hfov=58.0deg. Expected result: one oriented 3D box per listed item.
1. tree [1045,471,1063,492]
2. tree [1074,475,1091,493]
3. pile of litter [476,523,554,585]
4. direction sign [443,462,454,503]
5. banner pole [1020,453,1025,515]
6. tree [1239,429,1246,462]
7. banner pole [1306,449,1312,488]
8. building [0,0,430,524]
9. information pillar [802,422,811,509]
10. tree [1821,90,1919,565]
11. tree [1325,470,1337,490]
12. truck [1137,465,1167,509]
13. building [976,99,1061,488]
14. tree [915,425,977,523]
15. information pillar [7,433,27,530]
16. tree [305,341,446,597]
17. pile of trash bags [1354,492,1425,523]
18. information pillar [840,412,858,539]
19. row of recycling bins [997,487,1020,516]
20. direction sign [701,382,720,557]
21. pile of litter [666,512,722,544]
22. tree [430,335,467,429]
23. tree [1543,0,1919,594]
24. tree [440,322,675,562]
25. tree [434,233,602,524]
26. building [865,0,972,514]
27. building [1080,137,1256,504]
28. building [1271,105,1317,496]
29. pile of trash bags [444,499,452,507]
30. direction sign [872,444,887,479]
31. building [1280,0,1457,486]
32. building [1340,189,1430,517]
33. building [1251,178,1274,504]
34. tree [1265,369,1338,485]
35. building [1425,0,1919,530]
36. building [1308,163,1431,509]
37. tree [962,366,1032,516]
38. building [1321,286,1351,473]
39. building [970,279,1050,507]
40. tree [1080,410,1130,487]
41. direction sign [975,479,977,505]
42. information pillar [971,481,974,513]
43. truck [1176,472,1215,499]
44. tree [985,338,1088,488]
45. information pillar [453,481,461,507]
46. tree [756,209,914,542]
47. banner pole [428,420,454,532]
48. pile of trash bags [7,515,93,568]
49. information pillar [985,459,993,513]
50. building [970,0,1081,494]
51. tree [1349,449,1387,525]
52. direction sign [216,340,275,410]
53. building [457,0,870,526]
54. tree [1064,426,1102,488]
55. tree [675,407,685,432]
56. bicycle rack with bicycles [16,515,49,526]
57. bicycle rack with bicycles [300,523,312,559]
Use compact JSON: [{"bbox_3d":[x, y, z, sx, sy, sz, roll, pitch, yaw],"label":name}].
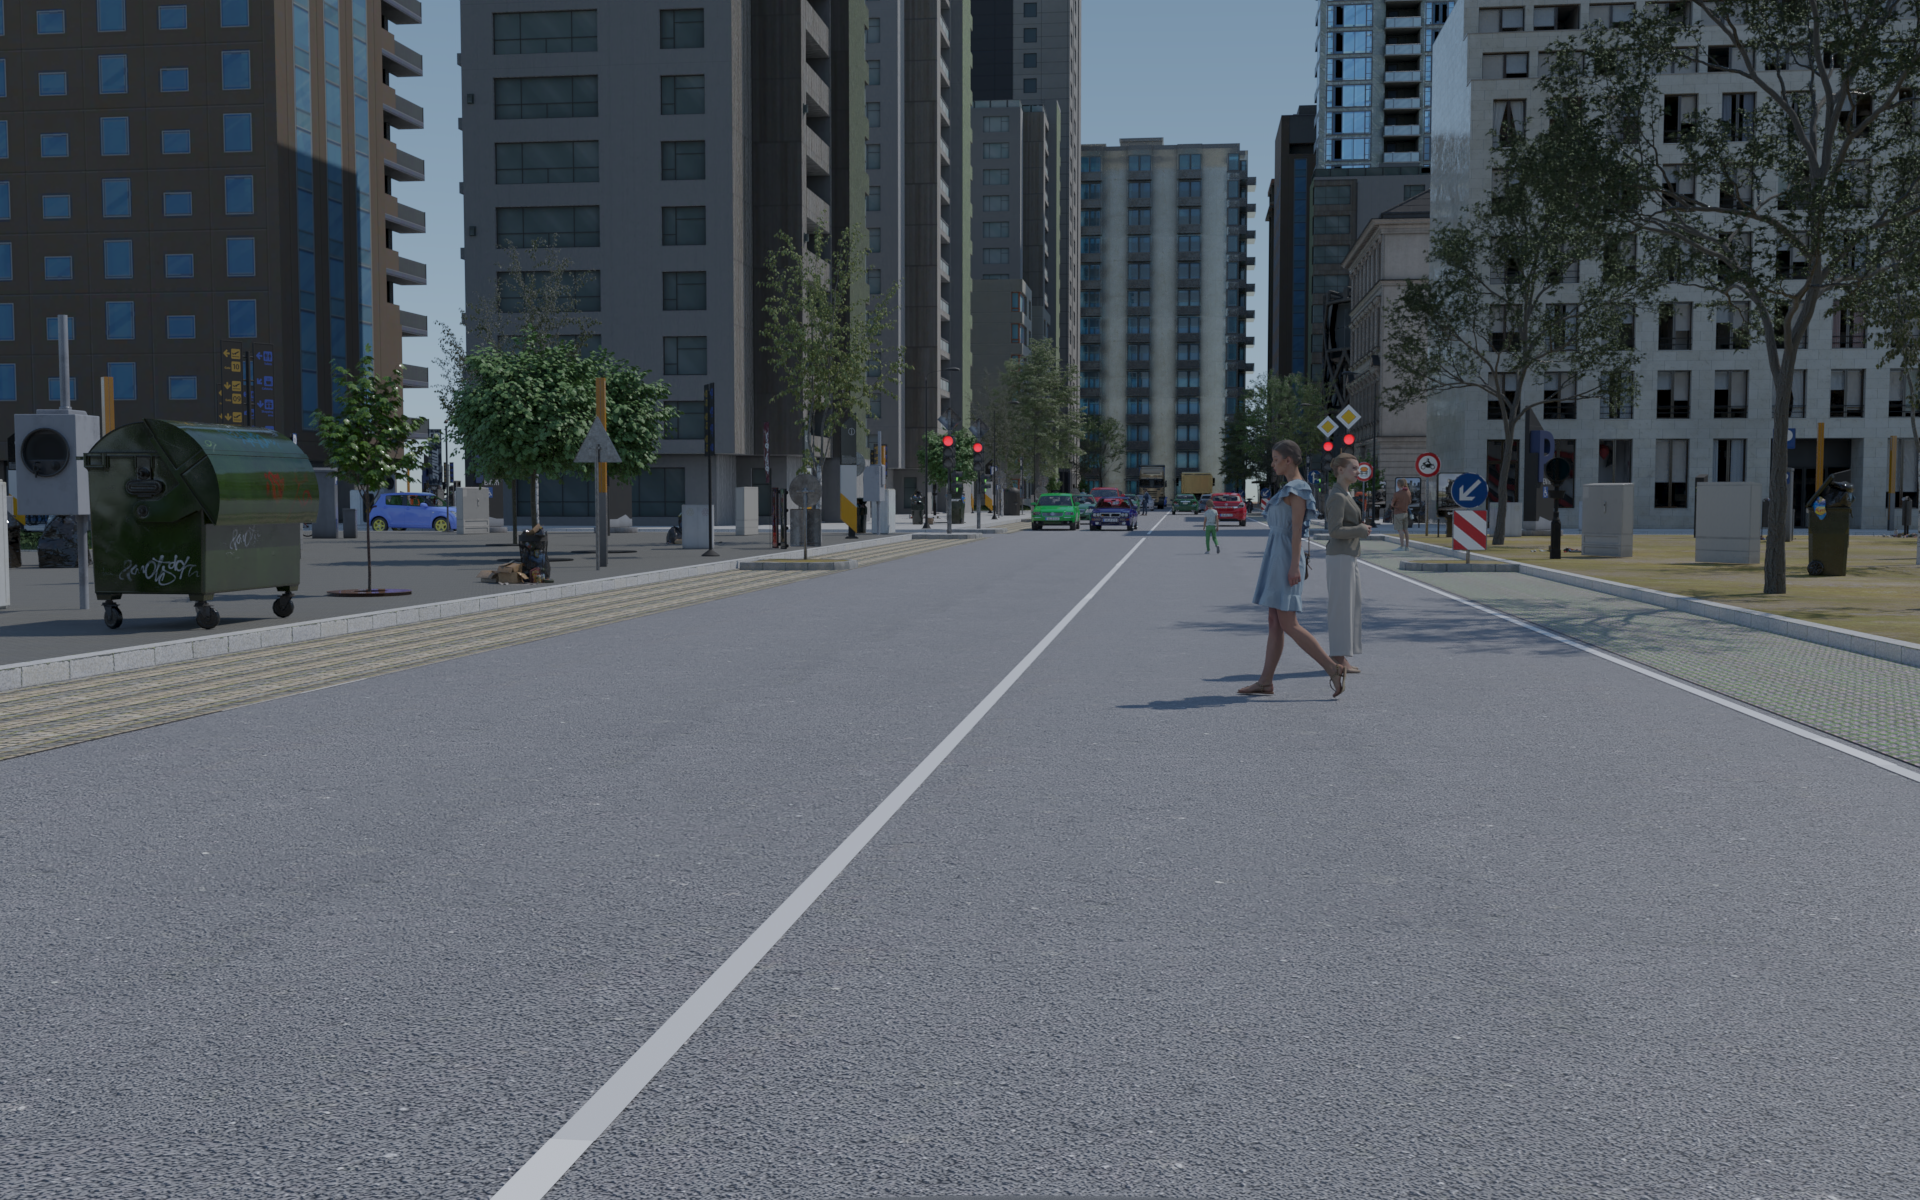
[{"bbox_3d":[7.282,-8.754,137.726,1.663,3.219,1.824,0,3,0],"label":"tree"},{"bbox_3d":[12.063,-10.858,172.130,1.663,3.219,1.824,0,3,0],"label":"tree"},{"bbox_3d":[-6.450,-0.686,25.176,1.176,0.858,1.719,0,4,-1],"label":"pile of litter"},{"bbox_3d":[-36.250,-8.004,122.855,0.876,3.537,0.379,1,4,23],"label":"direction sign"},{"bbox_3d":[3.783,-7.120,106.429,0.401,3.779,0.863,1,4,13],"label":"banner pole"},{"bbox_3d":[30.396,-13.819,176.302,4.360,8.622,3.978,0,3,0],"label":"tree"},{"bbox_3d":[19.371,-6.492,96.156,0.401,3.779,0.863,2,4,33],"label":"banner pole"},{"bbox_3d":[-33.858,-26.146,77.605,14.200,45.320,14.600,0,4,7],"label":"building"},{"bbox_3d":[-4.931,-3.937,55.723,0.183,3.616,0.504,1,4,21],"label":"information pillar"},{"bbox_3d":[17.390,-4.929,30.947,4.360,8.622,3.978,0,3,0],"label":"tree"},{"bbox_3d":[17.634,-5.226,80.045,1.663,3.219,1.824,0,3,0],"label":"tree"},{"bbox_3d":[18.608,-10.942,167.818,2.839,4.237,11.283,0,4,7],"label":"truck"},{"bbox_3d":[2.603,-30.072,175.263,14.154,41.232,14.086,0,4,7],"label":"building"},{"bbox_3d":[-0.430,-5.720,77.229,4.285,4.588,4.351,0,3,0],"label":"tree"},{"bbox_3d":[-32.880,-4.221,60.375,0.504,3.616,0.183,-2,4,-24],"label":"information pillar"},{"bbox_3d":[-7.393,-1.676,22.011,1.663,3.219,1.824,0,3,0],"label":"tree"},{"bbox_3d":[19.229,-4.107,76.895,3.447,1.369,1.912,1,4,10],"label":"pile of trash bags"},{"bbox_3d":[-3.183,-3.562,49.600,0.504,3.616,0.183,-2,4,-25],"label":"information pillar"},{"bbox_3d":[2.957,-5.917,103.854,1.069,1.692,3.534,-1,4,-8],"label":"row of recycling bins"},{"bbox_3d":[-5.144,-2.668,35.616,0.379,3.537,0.876,-1,4,-20],"label":"direction sign"},{"bbox_3d":[-6.901,-1.893,44.917,1.719,0.858,1.176,-2,4,-35],"label":"pile of litter"},{"bbox_3d":[-22.239,-7.901,79.545,4.737,8.622,4.395,0,3,0],"label":"tree"},{"bbox_3d":[10.225,-5.349,21.867,7.601,10.594,8.767,-2,4,-35],"label":"tree"},{"bbox_3d":[-8.172,-3.031,33.276,4.285,4.588,4.351,0,3,0],"label":"tree"},{"bbox_3d":[-12.117,-5.995,48.381,4.360,8.622,3.978,0,3,0],"label":"tree"},{"bbox_3d":[-7.004,-26.251,112.802,14.154,41.232,14.086,0,4,7],"label":"building"},{"bbox_3d":[24.492,-37.670,235.507,30.456,49.044,23.786,0,4,7],"label":"building"},{"bbox_3d":[43.453,-33.617,199.748,14.600,45.320,14.200,0,4,7],"label":"building"},{"bbox_3d":[-27.677,-4.913,90.080,1.912,1.369,3.447,1,4,9],"label":"pile of trash bags"},{"bbox_3d":[-3.773,-5.535,82.495,0.379,3.537,0.876,1,4,9],"label":"direction sign"},{"bbox_3d":[44.905,-52.776,175.553,22.319,86.520,31.000,0,4,7],"label":"building"},{"bbox_3d":[28.869,-14.612,103.531,10.561,19.102,19.286,0,4,7],"label":"building"},{"bbox_3d":[53.724,-35.217,230.426,28.867,44.769,22.147,0,4,7],"label":"building"},{"bbox_3d":[20.457,-9.300,102.414,4.737,8.622,4.395,0,3,0],"label":"tree"},{"bbox_3d":[27.743,-13.038,67.916,16.860,20.320,10.420,0,4,7],"label":"building"},{"bbox_3d":[38.240,-23.469,155.422,14.160,30.474,14.107,0,4,7],"label":"building"},{"bbox_3d":[2.246,-9.071,98.678,4.360,8.622,3.978,0,3,0],"label":"tree"},{"bbox_3d":[34.948,-15.847,126.549,16.820,18.784,16.811,0,4,7],"label":"building"},{"bbox_3d":[-6.831,-18.986,155.459,27.650,21.520,28.899,0,4,7],"label":"building"},{"bbox_3d":[17.530,-17.727,215.585,9.928,11.665,9.643,0,3,0],"label":"tree"},{"bbox_3d":[1.283,-8.937,138.114,0.379,3.537,0.876,0,4,6],"label":"direction sign"},{"bbox_3d":[0.810,-7.553,114.845,0.183,3.616,0.504,1,4,10],"label":"information pillar"},{"bbox_3d":[20.624,-9.499,151.236,3.469,3.379,9.791,0,4,7],"label":"truck"},{"bbox_3d":[5.585,-12.678,125.412,7.486,12.596,7.792,0,3,0],"label":"tree"},{"bbox_3d":[-27.335,-5.486,94.193,0.304,2.012,0.304,3,4,37],"label":"information pillar"},{"bbox_3d":[-3.575,-5.843,45.895,4.737,8.622,4.395,0,3,0],"label":"tree"},{"bbox_3d":[-17.568,-4.191,58.542,0.863,3.779,0.401,0,4,1],"label":"banner pole"},{"bbox_3d":[-17.129,-1.273,30.562,3.447,1.369,1.912,-1,4,-10],"label":"pile of trash bags"},{"bbox_3d":[1.932,-7.574,115.184,0.504,3.616,0.183,1,4,16],"label":"information pillar"},{"bbox_3d":[3.175,-46.624,200.559,20.611,71.187,20.563,0,4,7],"label":"building"},{"bbox_3d":[17.071,-4.790,72.926,1.663,3.219,1.824,0,3,0],"label":"tree"},{"bbox_3d":[-10.596,-2.071,25.855,0.379,3.537,0.876,2,4,33],"label":"direction sign"},{"bbox_3d":[-12.060,-18.518,74.471,14.160,30.474,14.107,0,4,7],"label":"building"},{"bbox_3d":[13.065,-14.398,185.765,4.360,8.622,3.978,0,3,0],"label":"tree"},{"bbox_3d":[-7.746,-3.318,37.969,4.285,4.588,4.351,0,3,0],"label":"tree"},{"bbox_3d":[-38.393,-3.505,70.694,2.852,0.926,2.925,2,4,28],"label":"bicycle rack with bicycles"},{"bbox_3d":[-13.947,-1.241,33.670,2.852,0.926,2.925,1,4,16],"label":"bicycle rack with bicycles"}]
